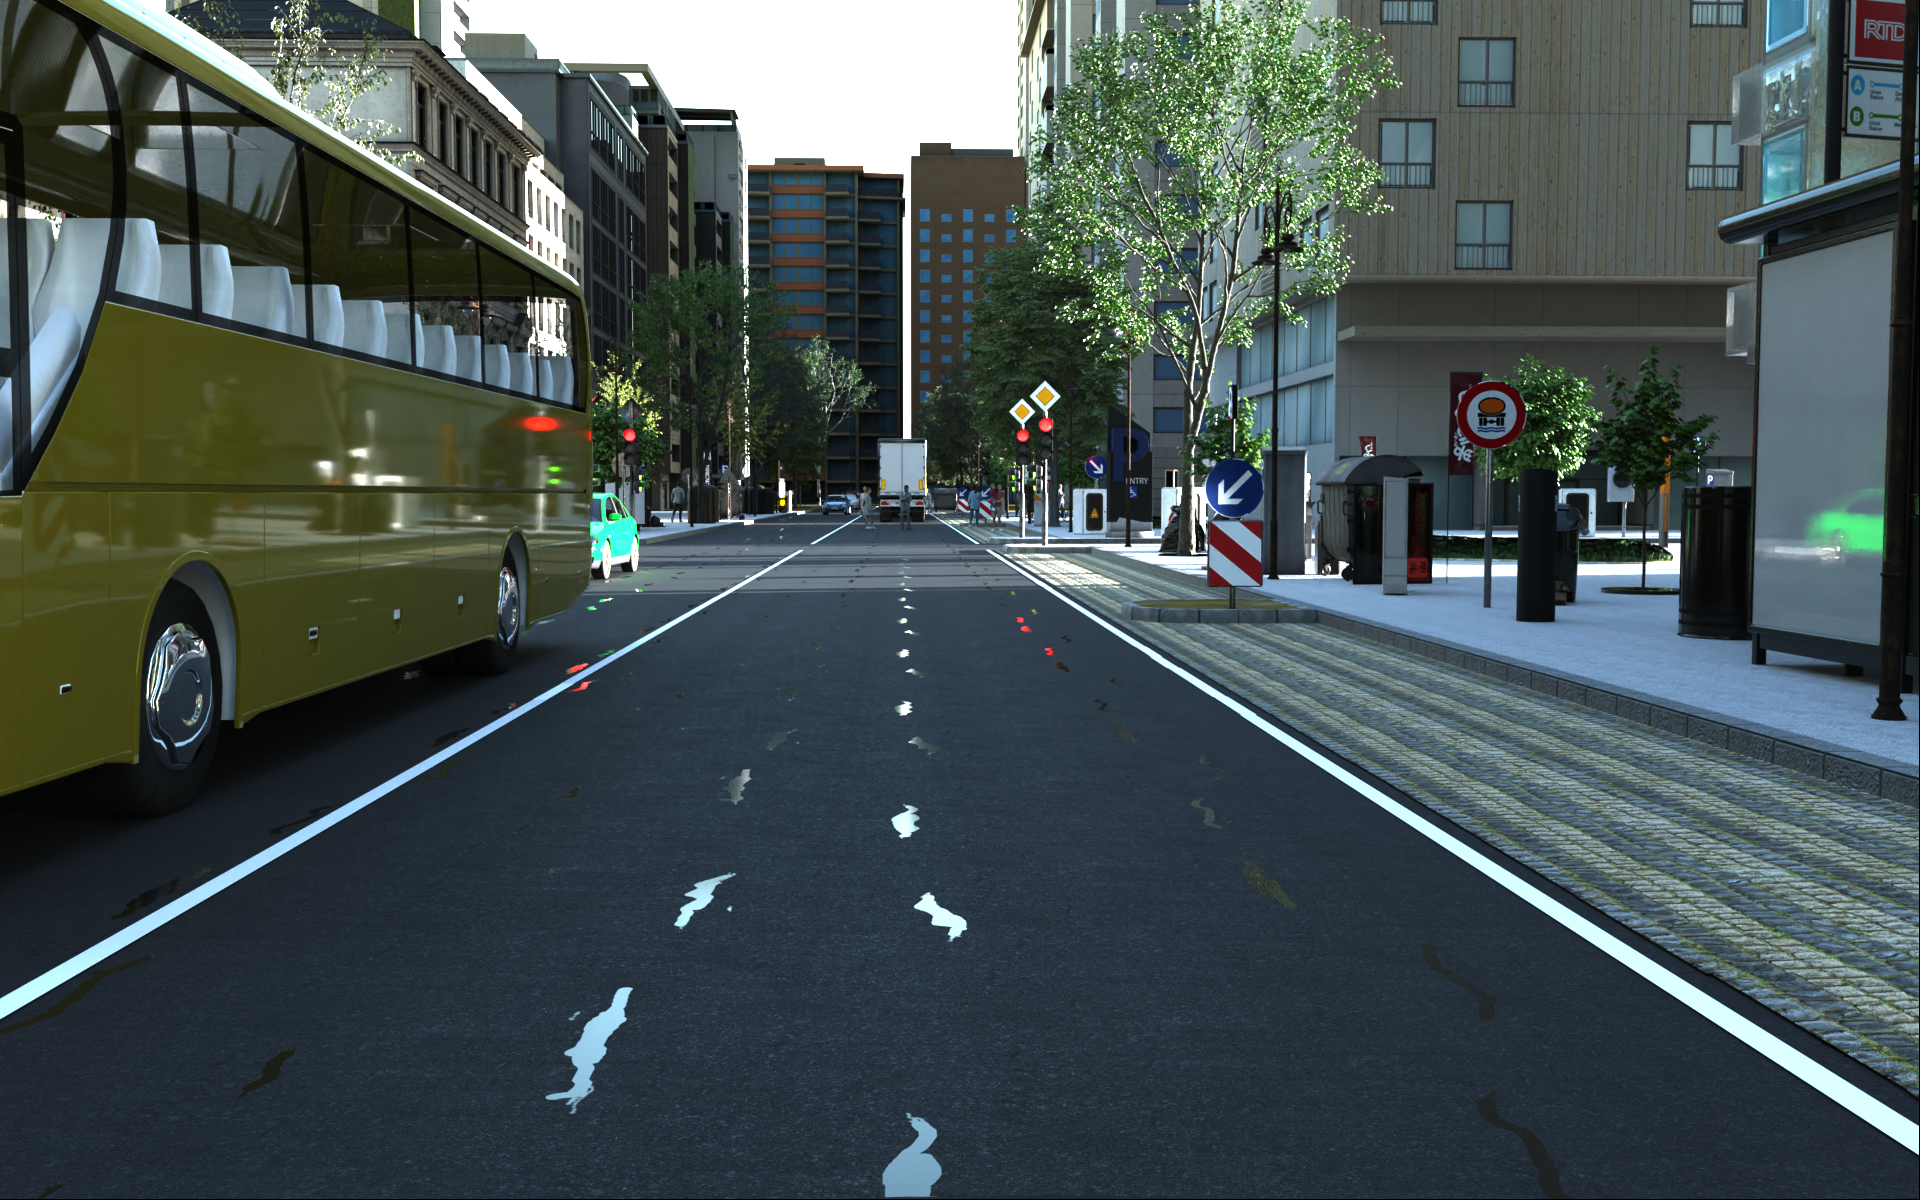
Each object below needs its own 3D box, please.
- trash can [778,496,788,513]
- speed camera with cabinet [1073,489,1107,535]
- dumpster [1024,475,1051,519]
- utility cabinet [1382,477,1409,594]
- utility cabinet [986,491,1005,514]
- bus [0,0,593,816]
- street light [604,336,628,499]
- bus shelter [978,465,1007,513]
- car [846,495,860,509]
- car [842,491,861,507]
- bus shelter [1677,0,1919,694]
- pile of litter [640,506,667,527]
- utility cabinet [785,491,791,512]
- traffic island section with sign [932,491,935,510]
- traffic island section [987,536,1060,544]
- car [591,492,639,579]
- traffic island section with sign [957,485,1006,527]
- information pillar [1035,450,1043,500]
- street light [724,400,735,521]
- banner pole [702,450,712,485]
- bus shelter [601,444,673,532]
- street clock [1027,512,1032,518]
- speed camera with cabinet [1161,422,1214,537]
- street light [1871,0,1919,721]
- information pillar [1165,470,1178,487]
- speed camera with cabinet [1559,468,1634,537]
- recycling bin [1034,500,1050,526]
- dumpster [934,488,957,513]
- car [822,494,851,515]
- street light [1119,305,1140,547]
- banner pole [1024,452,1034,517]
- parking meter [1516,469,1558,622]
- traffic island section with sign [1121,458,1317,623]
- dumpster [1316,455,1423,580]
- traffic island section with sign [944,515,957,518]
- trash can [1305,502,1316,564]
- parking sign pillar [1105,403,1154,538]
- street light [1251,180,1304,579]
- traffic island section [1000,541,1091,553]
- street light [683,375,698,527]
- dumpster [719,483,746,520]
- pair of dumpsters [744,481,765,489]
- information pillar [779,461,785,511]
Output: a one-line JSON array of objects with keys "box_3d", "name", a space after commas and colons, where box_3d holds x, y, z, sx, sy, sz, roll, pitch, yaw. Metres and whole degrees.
[{"box_3d": [-12.128, -6.554, 118.805, 0.748, 1.137, 0.748, 0, 3, 0], "name": "trash can"}, {"box_3d": [4.583, -3.717, 55.111, 2.038, 3.252, 0.660, -2, 4, -31], "name": "speed camera with cabinet"}, {"box_3d": [3.938, -5.335, 89.723, 1.502, 2.255, 1.985, 0, 4, -2], "name": "dumpster"}, {"box_3d": [5.651, -0.842, 22.450, 0.318, 1.500, 1.173, 1, 4, 13], "name": "utility cabinet"}, {"box_3d": [2.174, -6.026, 107.204, 1.173, 1.500, 0.318, -1, 4, -11], "name": "utility cabinet"}, {"box_3d": [-4.741, -1.185, 10.916, 2.896, 3.916, 12.252, 0, 4, -1], "name": "bus"}, {"box_3d": [-10.044, -4.765, 50.691, 0.468, 5.910, 1.993, 0, 4, -2], "name": "street light"}, {"box_3d": [2.376, -7.682, 119.517, 2.014, 3.302, 5.546, 0, 4, -2], "name": "bus shelter"}, {"box_3d": [-10.564, -9.325, 164.830, 2.083, 1.381, 4.827, 0, 4, -2], "name": "car"}, {"box_3d": [-11.736, -11.082, 189.869, 2.281, 1.827, 5.304, 0, 4, 0], "name": "car"}, {"box_3d": [6.825, -2.071, 11.499, 2.179, 5.291, 8.768, 0, 4, -2], "name": "bus shelter"}, {"box_3d": [-12.315, -3.272, 67.460, 1.719, 0.858, 1.176, 0, 4, -3], "name": "pile of litter"}, {"box_3d": [-12.301, -7.060, 124.103, 0.318, 1.500, 1.173, 0, 4, 1], "name": "utility cabinet"}, {"box_3d": [-2.635, -10.458, 179.623, 1.989, 1.847, 2.006, 0, 4, -2], "name": "traffic island section with sign"}, {"box_3d": [1.843, -1.756, 50.991, 2.009, 0.180, 2.903, 0, 4, -2], "name": "traffic island section"}, {"box_3d": [-6.832, -1.329, 30.522, 1.959, 1.807, 4.718, 0, 4, -1], "name": "car"}, {"box_3d": [0.986, -4.115, 75.910, 1.989, 1.847, 2.006, 0, 4, -2], "name": "traffic island section with sign"}, {"box_3d": [3.557, -5.178, 76.016, 0.504, 3.616, 0.183, 1, 4, 10], "name": "information pillar"}, {"box_3d": [-11.126, -6.777, 83.595, 0.468, 5.910, 1.993, 0, 4, -2], "name": "street light"}, {"box_3d": [-12.857, -5.943, 87.177, 0.863, 3.779, 0.401, 1, 4, 16], "name": "banner pole"}, {"box_3d": [-11.551, -4.134, 61.515, 2.014, 3.302, 5.546, 0, 4, -2], "name": "bus shelter"}, {"box_3d": [3.737, -5.406, 92.954, 0.358, 2.002, 0.471, 1, 4, 19], "name": "street clock"}, {"box_3d": [5.869, -2.942, 42.435, 2.038, 3.252, 0.660, -3, 4, -36], "name": "speed camera with cabinet"}, {"box_3d": [5.300, -2.258, 9.704, 0.468, 5.910, 1.993, 0, 4, -2], "name": "street light"}, {"box_3d": [6.412, -2.938, 52.525, 0.304, 2.012, 0.304, 2, 4, 33], "name": "information pillar"}, {"box_3d": [18.857, -3.485, 51.321, 2.038, 3.252, 0.660, 1, 4, 11], "name": "speed camera with cabinet"}, {"box_3d": [3.443, -3.457, 69.071, 0.722, 1.027, 0.722, 3, 5, 42], "name": "recycling bin"}, {"box_3d": [-1.103, -7.494, 130.748, 1.865, 1.857, 1.264, 0, 4, -2], "name": "dumpster"}, {"box_3d": [-8.571, -6.627, 120.356, 2.014, 1.417, 4.499, 0, 3, 0], "name": "car"}, {"box_3d": [4.091, -4.231, 41.970, 0.468, 5.910, 1.993, 0, 4, -2], "name": "street light"}, {"box_3d": [3.668, -6.220, 91.720, 0.863, 3.779, 0.401, 2, 4, 34], "name": "banner pole"}, {"box_3d": [5.815, -0.553, 17.455, 0.372, 1.533, 0.369, 0, 3, 0], "name": "parking meter"}, {"box_3d": [2.916, -0.697, 20.017, 1.989, 1.847, 2.006, 0, 4, -2], "name": "traffic island section with sign"}, {"box_3d": [6.252, -1.263, 26.411, 1.264, 1.857, 1.865, 0, 4, -2], "name": "dumpster"}, {"box_3d": [0.033, -5.770, 102.974, 1.989, 1.847, 2.006, 0, 4, -2], "name": "traffic island section with sign"}, {"box_3d": [6.186, -1.241, 31.945, 0.748, 1.137, 0.748, 0, 3, 0], "name": "trash can"}, {"box_3d": [5.024, -3.841, 51.278, 1.447, 3.967, 1.447, -1, 4, -11], "name": "parking sign pillar"}, {"box_3d": [4.722, -3.249, 25.916, 0.468, 5.910, 1.993, 0, 4, -2], "name": "street light"}, {"box_3d": [2.122, -1.268, 43.011, 2.009, 0.180, 2.903, 0, 4, -2], "name": "traffic island section"}, {"box_3d": [-10.452, -5.782, 67.322, 0.468, 5.910, 1.993, 0, 4, -2], "name": "street light"}, {"box_3d": [-11.373, -4.920, 86.202, 1.264, 1.857, 1.865, 0, 4, -2], "name": "dumpster"}, {"box_3d": [-14.618, -7.409, 123.628, 1.574, 2.255, 4.437, 0, 4, -2], "name": "pair of dumpsters"}, {"box_3d": [-12.479, -7.938, 121.147, 0.183, 3.616, 0.504, 3, 5, 44], "name": "information pillar"}]
